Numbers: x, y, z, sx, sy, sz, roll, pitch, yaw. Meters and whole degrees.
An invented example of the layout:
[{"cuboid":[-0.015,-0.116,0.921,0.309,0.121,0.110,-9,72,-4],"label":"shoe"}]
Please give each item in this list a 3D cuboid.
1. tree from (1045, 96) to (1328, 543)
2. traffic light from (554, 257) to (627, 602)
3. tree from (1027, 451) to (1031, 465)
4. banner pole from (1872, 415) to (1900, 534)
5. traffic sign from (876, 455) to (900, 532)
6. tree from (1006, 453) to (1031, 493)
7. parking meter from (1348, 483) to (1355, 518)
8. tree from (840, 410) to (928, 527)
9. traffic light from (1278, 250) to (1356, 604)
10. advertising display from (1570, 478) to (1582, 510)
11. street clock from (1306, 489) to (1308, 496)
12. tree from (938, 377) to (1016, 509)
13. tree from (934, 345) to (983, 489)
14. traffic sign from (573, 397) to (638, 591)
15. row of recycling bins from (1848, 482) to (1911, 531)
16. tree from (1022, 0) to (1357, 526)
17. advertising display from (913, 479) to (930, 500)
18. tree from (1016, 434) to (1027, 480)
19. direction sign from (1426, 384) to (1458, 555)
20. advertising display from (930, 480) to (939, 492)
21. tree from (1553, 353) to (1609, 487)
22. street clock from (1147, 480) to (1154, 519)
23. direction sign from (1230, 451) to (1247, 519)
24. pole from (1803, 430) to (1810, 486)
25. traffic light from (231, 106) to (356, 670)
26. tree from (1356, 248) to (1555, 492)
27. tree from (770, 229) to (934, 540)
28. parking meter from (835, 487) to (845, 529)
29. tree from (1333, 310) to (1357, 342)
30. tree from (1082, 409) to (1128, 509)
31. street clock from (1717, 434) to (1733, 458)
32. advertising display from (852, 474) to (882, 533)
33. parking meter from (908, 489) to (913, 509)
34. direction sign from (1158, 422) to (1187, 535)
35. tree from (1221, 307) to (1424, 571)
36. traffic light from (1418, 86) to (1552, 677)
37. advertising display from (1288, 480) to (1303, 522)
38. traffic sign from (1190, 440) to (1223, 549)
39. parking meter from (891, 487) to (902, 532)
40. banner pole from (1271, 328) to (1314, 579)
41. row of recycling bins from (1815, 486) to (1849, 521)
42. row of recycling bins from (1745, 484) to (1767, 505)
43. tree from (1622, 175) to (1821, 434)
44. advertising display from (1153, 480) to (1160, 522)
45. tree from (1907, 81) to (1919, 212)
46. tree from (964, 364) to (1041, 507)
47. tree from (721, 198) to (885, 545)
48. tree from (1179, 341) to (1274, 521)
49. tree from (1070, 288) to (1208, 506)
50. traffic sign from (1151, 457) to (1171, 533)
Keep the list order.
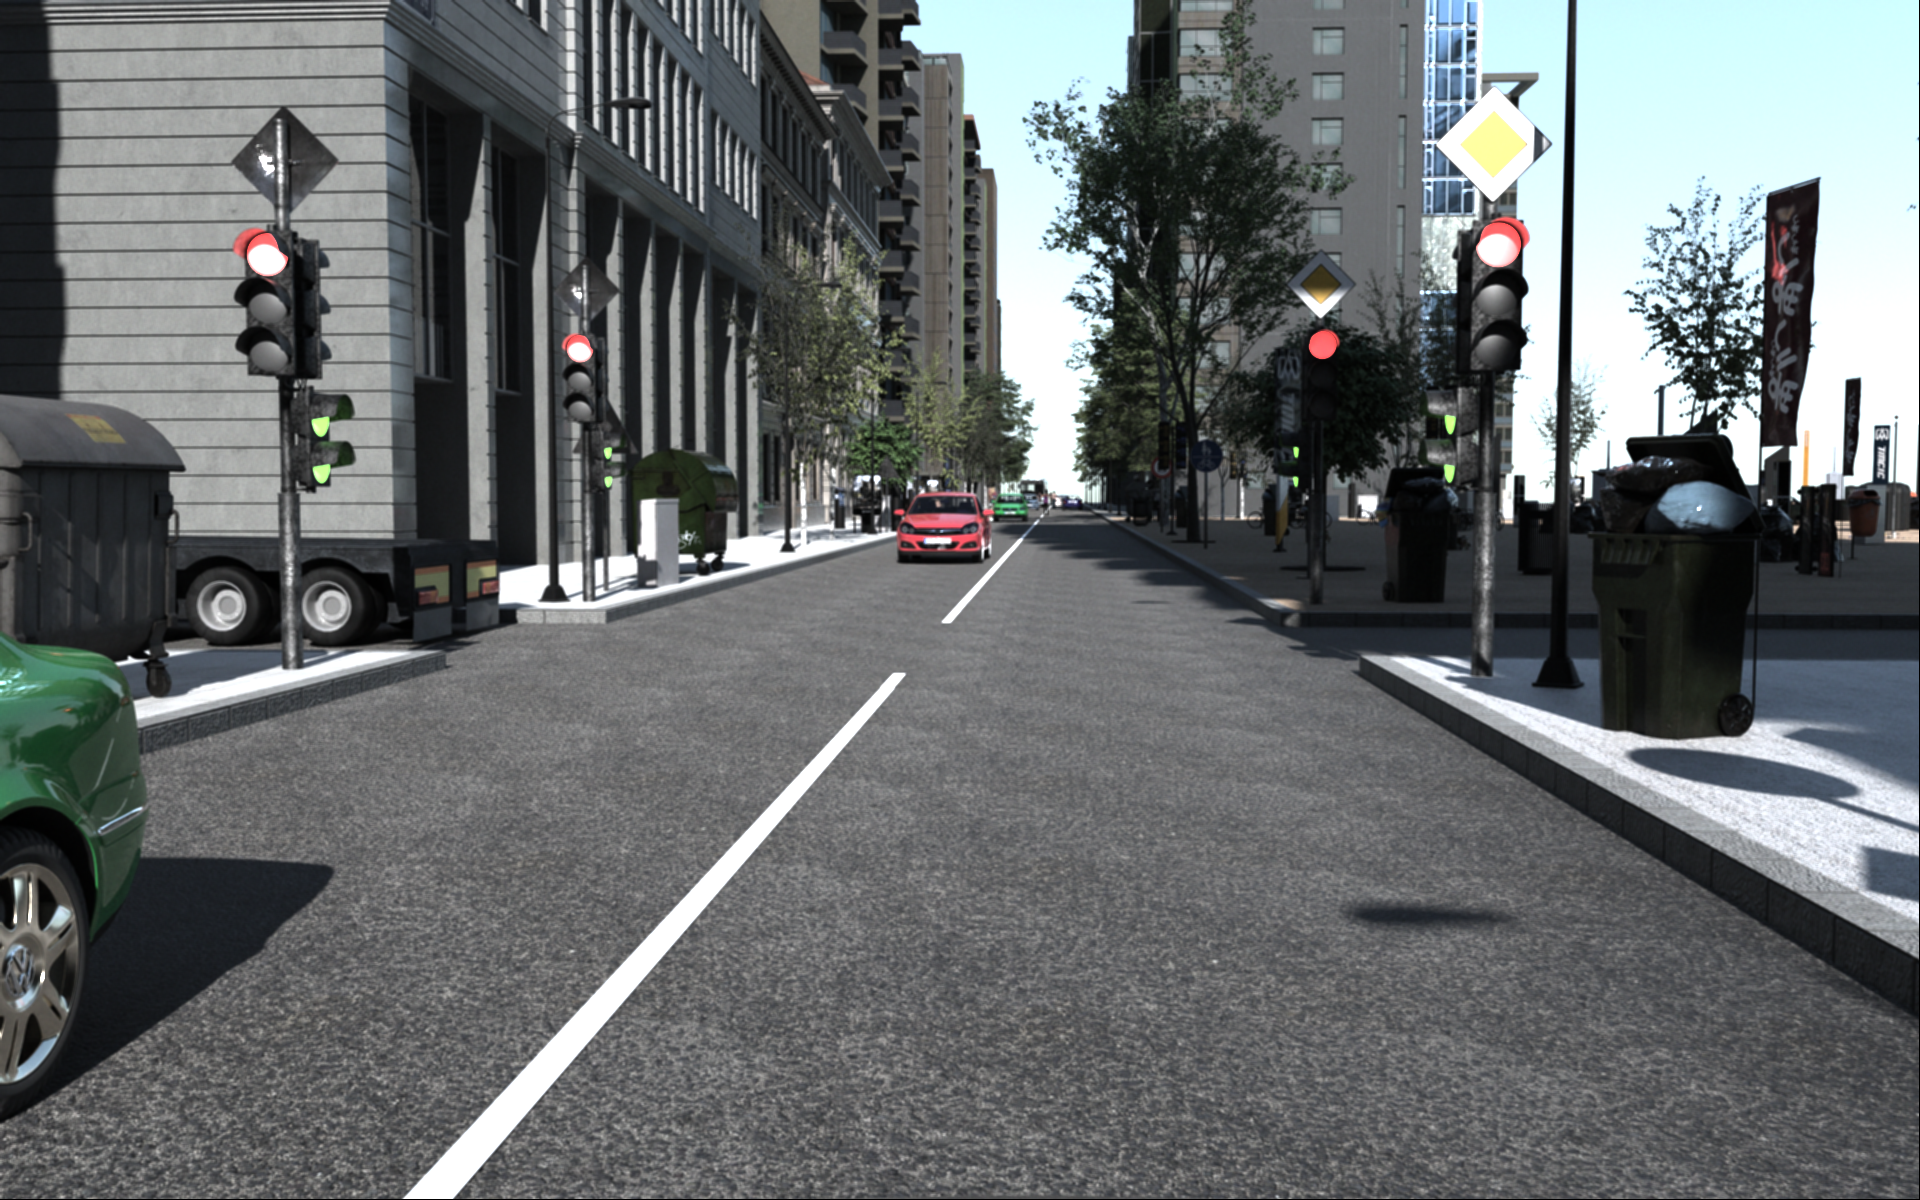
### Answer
[{"cuboid":[6.079,-7.326,45.534,9.928,11.665,9.643,0,3,0],"label":"tree"},{"cuboid":[-4.412,-1.936,20.570,0.839,4.253,0.868,0,4,3],"label":"traffic light"},{"cuboid":[6.294,-15.735,207.633,4.360,8.622,3.978,0,3,0],"label":"tree"},{"cuboid":[29.510,-3.984,55.162,0.863,3.779,0.401,3,4,36],"label":"banner pole"},{"cuboid":[-2.450,-3.539,57.861,0.884,2.594,0.081,1,4,10],"label":"traffic sign"},{"cuboid":[7.986,-17.958,243.971,4.737,8.622,4.395,0,3,0],"label":"tree"},{"cuboid":[20.703,-5.250,91.549,0.255,1.863,0.399,-1,4,-9],"label":"parking meter"},{"cuboid":[-2.969,-5.115,67.340,4.285,4.588,4.351,0,3,0],"label":"tree"},{"cuboid":[4.135,-1.906,20.084,0.839,4.253,0.868,0,4,3],"label":"traffic light"},{"cuboid":[24.069,-3.860,68.325,0.974,1.923,0.123,-1,4,-18],"label":"advertising display"},{"cuboid":[16.646,-4.770,82.567,0.358,2.002,0.471,1,4,20],"label":"street clock"},{"cuboid":[0.462,-9.746,109.708,4.360,8.622,3.978,0,3,0],"label":"tree"},{"cuboid":[-1.208,-8.222,84.789,4.737,8.622,4.395,0,3,0],"label":"tree"},{"cuboid":[-4.681,-1.397,22.841,0.884,2.594,0.081,0,4,6],"label":"traffic sign"},{"cuboid":[32.206,-3.251,60.274,3.534,1.692,1.069,-3,5,-45],"label":"row of recycling bins"},{"cuboid":[8.609,-12.948,67.581,12.611,20.169,13.585,0,3,0],"label":"tree"},{"cuboid":[-1.751,-4.342,76.210,0.123,1.923,0.974,-3,4,-37],"label":"advertising display"},{"cuboid":[2.246,-11.493,138.265,4.360,8.622,3.978,0,3,0],"label":"tree"},{"cuboid":[10.053,-2.705,36.227,0.379,3.537,0.876,-2,4,-28],"label":"direction sign"},{"cuboid":[-1.416,-4.403,77.199,0.974,1.923,0.123,1,4,9],"label":"advertising display"},{"cuboid":[32.215,-8.614,91.208,4.360,8.622,3.978,0,3,0],"label":"tree"},{"cuboid":[9.734,-5.127,88.394,0.471,2.002,0.358,2,4,25],"label":"street clock"},{"cuboid":[14.565,-6.033,90.642,0.876,3.537,0.379,1,4,11],"label":"direction sign"},{"cuboid":[27.005,-3.759,55.309,0.158,3.312,0.155,0,3,0],"label":"pole"},{"cuboid":[-4.882,-1.448,12.598,0.839,4.253,0.868,0,4,3],"label":"traffic light"},{"cuboid":[14.224,-6.076,49.707,4.360,8.622,3.978,0,3,0],"label":"tree"},{"cuboid":[-3.577,-6.027,48.903,4.737,8.622,4.395,0,3,0],"label":"tree"},{"cuboid":[-4.448,-3.405,64.088,0.372,1.533,0.369,0,3,0],"label":"parking meter"},{"cuboid":[14.003,-6.433,55.534,4.360,8.622,3.978,0,3,0],"label":"tree"},{"cuboid":[12.051,-11.921,145.278,4.360,8.622,3.978,0,3,0],"label":"tree"},{"cuboid":[9.084,-1.002,20.947,0.358,2.002,0.471,-1,4,-13],"label":"street clock"},{"cuboid":[-3.039,-3.152,56.742,0.974,1.923,0.123,0,4,8],"label":"advertising display"},{"cuboid":[-2.356,-4.646,84.380,0.372,1.533,0.369,0,3,0],"label":"parking meter"},{"cuboid":[6.656,-3.809,54.281,0.876,3.537,0.379,1,4,11],"label":"direction sign"},{"cuboid":[6.249,-2.789,29.320,4.285,4.588,4.351,0,3,0],"label":"tree"},{"cuboid":[3.665,-1.418,12.112,0.839,4.253,0.868,0,4,3],"label":"traffic light"},{"cuboid":[15.479,-4.616,80.685,0.974,1.923,0.123,1,4,22],"label":"advertising display"},{"cuboid":[5.771,-2.477,40.601,0.768,2.556,0.104,1,4,12],"label":"traffic sign"},{"cuboid":[-2.167,-3.109,59.236,0.372,1.533,0.369,0,3,0],"label":"parking meter"},{"cuboid":[5.100,-2.213,26.203,0.863,3.779,0.401,-1,4,-16],"label":"banner pole"},{"cuboid":[42.338,-4.686,83.723,1.069,1.692,3.534,0,4,-2],"label":"row of recycling bins"},{"cuboid":[33.093,-4.065,73.577,3.534,1.692,1.069,-3,4,-38],"label":"row of recycling bins"},{"cuboid":[17.819,-5.542,40.966,4.737,8.622,4.395,0,3,0],"label":"tree"},{"cuboid":[9.207,-4.551,79.629,0.123,1.923,0.974,-2,4,-30],"label":"advertising display"},{"cuboid":[17.501,-4.763,28.245,4.737,8.622,4.395,0,3,0],"label":"tree"},{"cuboid":[2.879,-16.159,170.857,9.857,13.997,8.962,0,3,0],"label":"tree"},{"cuboid":[-3.905,-5.679,43.210,4.360,8.622,3.978,0,3,0],"label":"tree"},{"cuboid":[12.287,-7.981,80.855,4.360,8.622,3.978,0,3,0],"label":"tree"},{"cuboid":[9.995,-10.869,95.834,7.486,12.596,7.792,0,3,0],"label":"tree"},{"cuboid":[6.726,-3.520,57.651,0.768,2.556,0.104,1,4,13],"label":"traffic sign"}]
